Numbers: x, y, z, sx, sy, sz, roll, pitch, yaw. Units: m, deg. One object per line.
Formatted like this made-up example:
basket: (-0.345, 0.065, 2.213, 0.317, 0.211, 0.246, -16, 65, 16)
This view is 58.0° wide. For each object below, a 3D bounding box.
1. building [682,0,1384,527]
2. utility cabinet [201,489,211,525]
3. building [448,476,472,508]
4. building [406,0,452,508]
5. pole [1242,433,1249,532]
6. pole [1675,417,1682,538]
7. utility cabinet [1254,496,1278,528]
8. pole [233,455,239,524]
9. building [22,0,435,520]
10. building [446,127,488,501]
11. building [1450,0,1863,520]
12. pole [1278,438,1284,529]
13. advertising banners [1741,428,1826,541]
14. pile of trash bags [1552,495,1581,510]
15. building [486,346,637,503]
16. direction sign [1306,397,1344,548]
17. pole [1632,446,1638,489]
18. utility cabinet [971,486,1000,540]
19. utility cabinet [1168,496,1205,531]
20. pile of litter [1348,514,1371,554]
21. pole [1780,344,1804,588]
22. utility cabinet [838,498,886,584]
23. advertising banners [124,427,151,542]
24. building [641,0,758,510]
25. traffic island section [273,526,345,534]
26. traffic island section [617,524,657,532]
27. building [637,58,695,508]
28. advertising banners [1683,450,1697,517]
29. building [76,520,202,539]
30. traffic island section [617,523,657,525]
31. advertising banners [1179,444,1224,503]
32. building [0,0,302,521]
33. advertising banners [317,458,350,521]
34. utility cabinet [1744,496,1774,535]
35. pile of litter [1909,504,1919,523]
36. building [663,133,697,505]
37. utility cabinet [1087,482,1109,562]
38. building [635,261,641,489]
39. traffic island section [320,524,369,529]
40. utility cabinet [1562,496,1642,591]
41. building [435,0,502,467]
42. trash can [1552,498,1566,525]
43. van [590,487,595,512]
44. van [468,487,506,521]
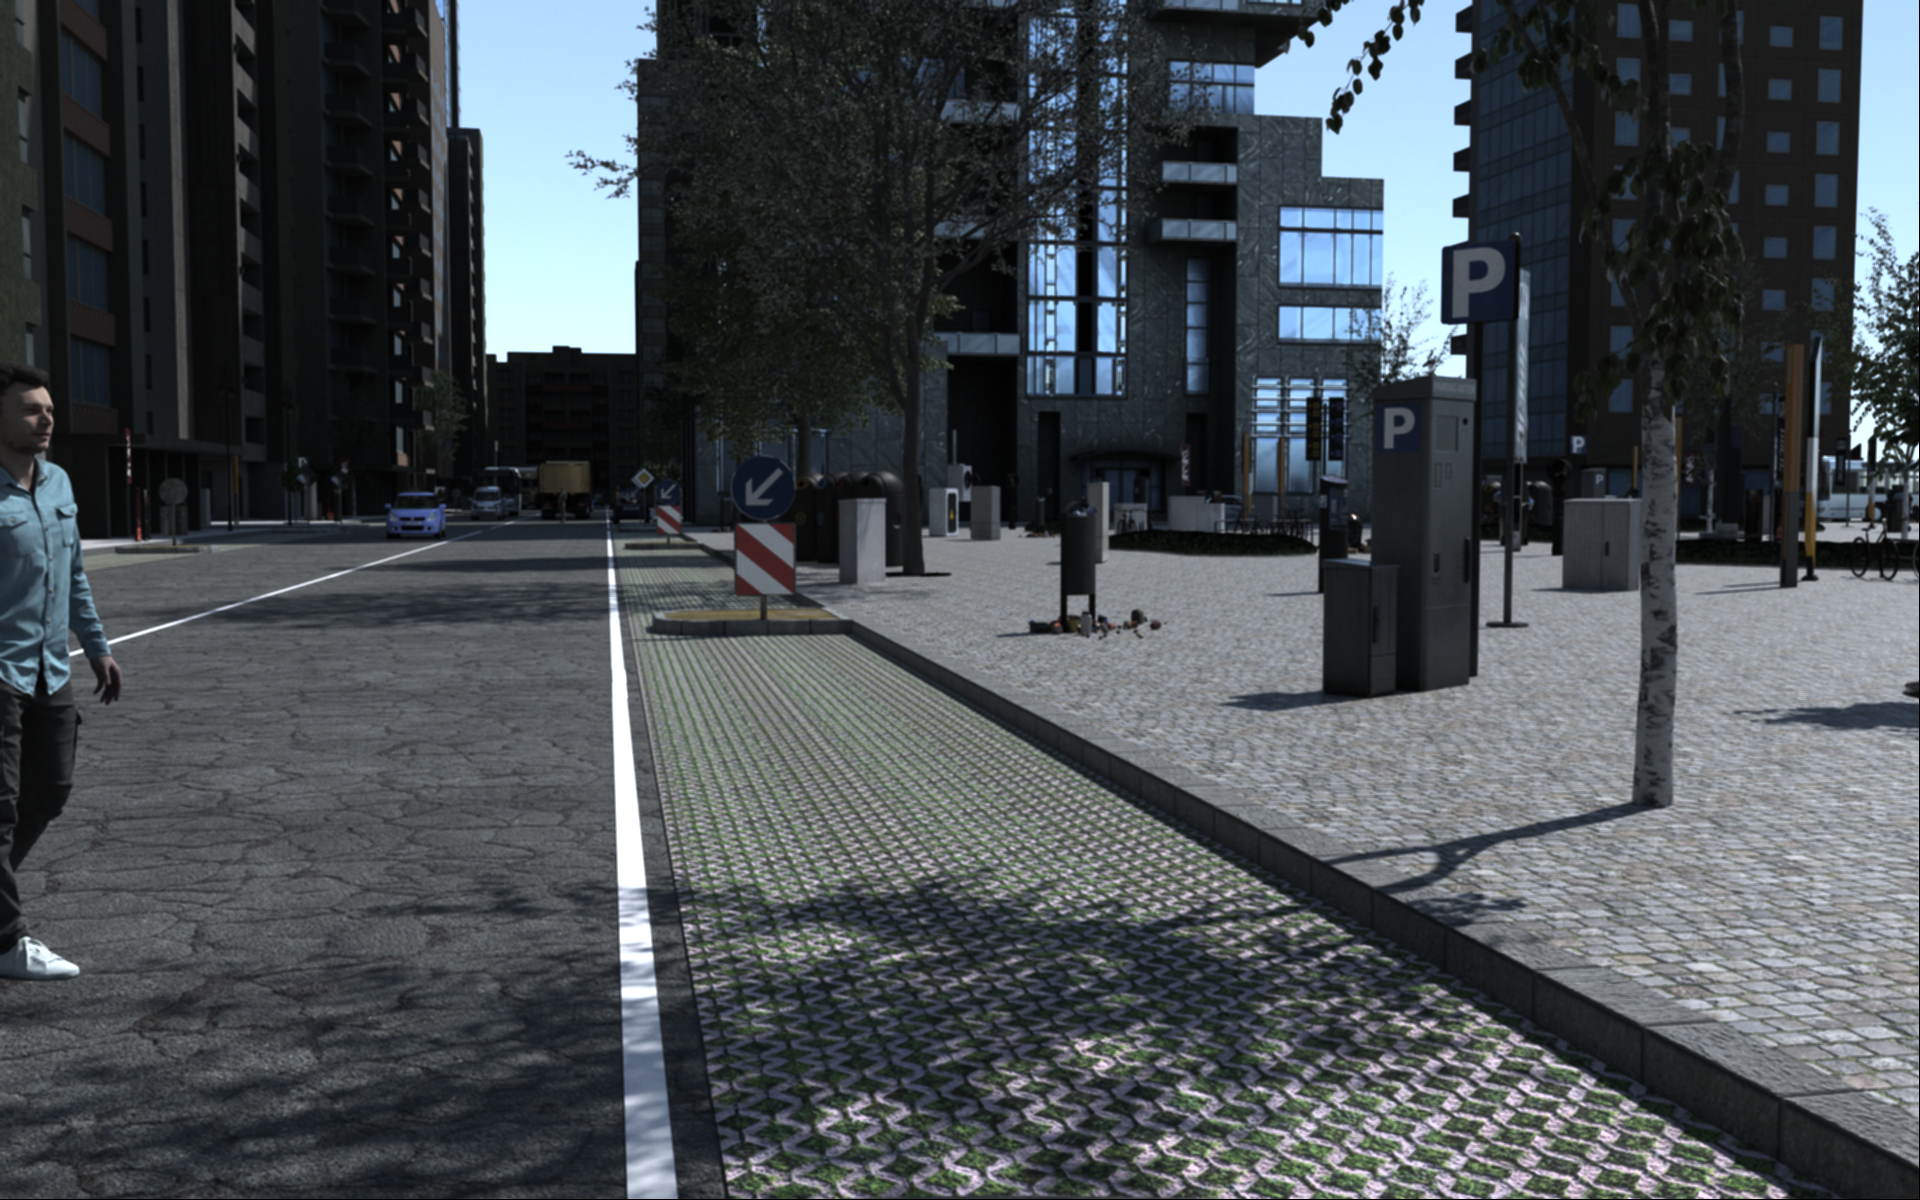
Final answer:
building: (2.150, -47.082, 82.458, 31.000, 86.520, 22.319, -1, 4, -12)
utility cabinet: (-31.225, -3.799, 70.784, 1.173, 1.500, 0.318, 1, 4, 13)
building: (-64.366, -29.026, 166.454, 32.217, 40.220, 23.993, -1, 4, -12)
building: (-51.927, -30.536, 149.377, 14.600, 45.320, 14.200, -1, 4, -12)
pole: (9.540, -3.912, 57.808, 0.158, 3.312, 0.155, 0, 3, 0)
pole: (19.042, -3.188, 45.974, 0.158, 3.312, 0.155, 0, 3, 0)
utility cabinet: (11.744, -3.385, 66.510, 0.306, 1.237, 1.020, -2, 4, -35)
pole: (-31.030, -4.914, 74.183, 0.158, 3.312, 0.155, 0, 3, 0)
building: (-46.216, -27.912, 110.986, 22.147, 44.769, 28.867, -1, 4, -12)
building: (-58.878, -30.785, 186.935, 14.154, 41.232, 14.086, -1, 4, -12)
building: (35.333, -26.857, 89.215, 14.200, 45.320, 14.600, -1, 4, -12)
pole: (11.687, -4.234, 63.062, 0.158, 3.312, 0.155, 0, 3, 0)
advertising banners: (22.270, -3.100, 46.866, 2.074, 3.025, 0.090, 3, 5, 41)
pile of trash bags: (24.544, -3.785, 71.633, 3.447, 1.369, 1.912, 3, 4, 38)
building: (-54.556, -24.260, 241.686, 28.899, 21.520, 27.650, -1, 4, -12)
direction sign: (8.545, -2.974, 40.621, 0.876, 3.537, 0.379, 0, 4, -1)
pole: (28.662, -4.879, 73.614, 0.158, 3.312, 0.155, 0, 3, 0)
utility cabinet: (0.717, -2.419, 48.223, 0.318, 1.500, 1.173, -2, 4, -29)
utility cabinet: (6.512, -2.363, 49.797, 1.020, 1.237, 0.306, 0, 4, -7)
pile of litter: (8.786, -1.455, 37.755, 1.719, 0.858, 1.176, -1, 4, -21)
pole: (11.407, -1.829, 23.749, 0.158, 3.312, 0.155, 0, 3, 0)
utility cabinet: (-1.414, -0.850, 25.053, 0.306, 1.237, 1.020, 1, 4, 22)
advertising banners: (-22.070, -3.075, 46.460, 0.090, 3.025, 2.074, -1, 4, -10)
building: (-23.737, -45.638, 184.441, 20.563, 71.187, 20.611, -1, 4, -12)
traffic island section: (-23.953, -2.531, 63.659, 2.009, 0.180, 2.903, -1, 4, -12)
traffic island section: (-12.007, -2.679, 66.087, 2.009, 0.180, 2.903, -1, 4, -12)
building: (-23.940, -29.605, 167.642, 14.154, 41.232, 14.086, -1, 4, -12)
advertising banners: (30.002, -4.470, 69.273, 2.074, 3.025, 0.090, 1, 4, 22)
building: (-38.200, -24.123, 49.037, 28.867, 44.769, 22.147, -1, 4, -12)
traffic island section: (-13.606, -3.158, 73.911, 2.009, 0.180, 2.903, -1, 4, -12)
advertising banners: (8.433, -3.936, 60.546, 2.074, 3.025, 0.090, -2, 4, -33)
building: (-40.339, -19.014, 82.581, 14.160, 30.474, 14.107, -1, 4, -12)
advertising banners: (-30.451, -5.344, 83.568, 2.074, 3.025, 0.090, 0, 4, -7)
utility cabinet: (25.508, -2.683, 55.030, 1.020, 1.237, 0.306, 3, 5, 44)
pile of litter: (42.883, -3.869, 77.224, 1.719, 0.858, 1.176, 1, 4, 9)
building: (-17.274, -22.677, 142.467, 14.160, 30.474, 14.107, -1, 4, -12)
utility cabinet: (2.587, -1.464, 32.611, 0.318, 1.500, 1.173, 1, 4, 11)
building: (-33.370, -27.188, 216.226, 14.160, 30.474, 14.107, -1, 4, -12)
traffic island section: (-25.552, -3.009, 71.483, 2.009, 0.180, 2.903, -1, 4, -12)
utility cabinet: (8.626, -0.743, 23.316, 0.306, 1.237, 1.020, -2, 4, -34)
building: (-71.153, -54.497, 203.694, 31.000, 86.520, 22.319, -1, 4, -12)
trash can: (22.259, -3.248, 64.755, 0.748, 1.137, 0.748, 0, 3, 0)
van: (-31.104, -8.413, 141.944, 2.240, 2.365, 5.245, -1, 4, -10)
van: (-25.975, -5.400, 95.307, 2.013, 2.044, 4.112, -1, 4, -11)
